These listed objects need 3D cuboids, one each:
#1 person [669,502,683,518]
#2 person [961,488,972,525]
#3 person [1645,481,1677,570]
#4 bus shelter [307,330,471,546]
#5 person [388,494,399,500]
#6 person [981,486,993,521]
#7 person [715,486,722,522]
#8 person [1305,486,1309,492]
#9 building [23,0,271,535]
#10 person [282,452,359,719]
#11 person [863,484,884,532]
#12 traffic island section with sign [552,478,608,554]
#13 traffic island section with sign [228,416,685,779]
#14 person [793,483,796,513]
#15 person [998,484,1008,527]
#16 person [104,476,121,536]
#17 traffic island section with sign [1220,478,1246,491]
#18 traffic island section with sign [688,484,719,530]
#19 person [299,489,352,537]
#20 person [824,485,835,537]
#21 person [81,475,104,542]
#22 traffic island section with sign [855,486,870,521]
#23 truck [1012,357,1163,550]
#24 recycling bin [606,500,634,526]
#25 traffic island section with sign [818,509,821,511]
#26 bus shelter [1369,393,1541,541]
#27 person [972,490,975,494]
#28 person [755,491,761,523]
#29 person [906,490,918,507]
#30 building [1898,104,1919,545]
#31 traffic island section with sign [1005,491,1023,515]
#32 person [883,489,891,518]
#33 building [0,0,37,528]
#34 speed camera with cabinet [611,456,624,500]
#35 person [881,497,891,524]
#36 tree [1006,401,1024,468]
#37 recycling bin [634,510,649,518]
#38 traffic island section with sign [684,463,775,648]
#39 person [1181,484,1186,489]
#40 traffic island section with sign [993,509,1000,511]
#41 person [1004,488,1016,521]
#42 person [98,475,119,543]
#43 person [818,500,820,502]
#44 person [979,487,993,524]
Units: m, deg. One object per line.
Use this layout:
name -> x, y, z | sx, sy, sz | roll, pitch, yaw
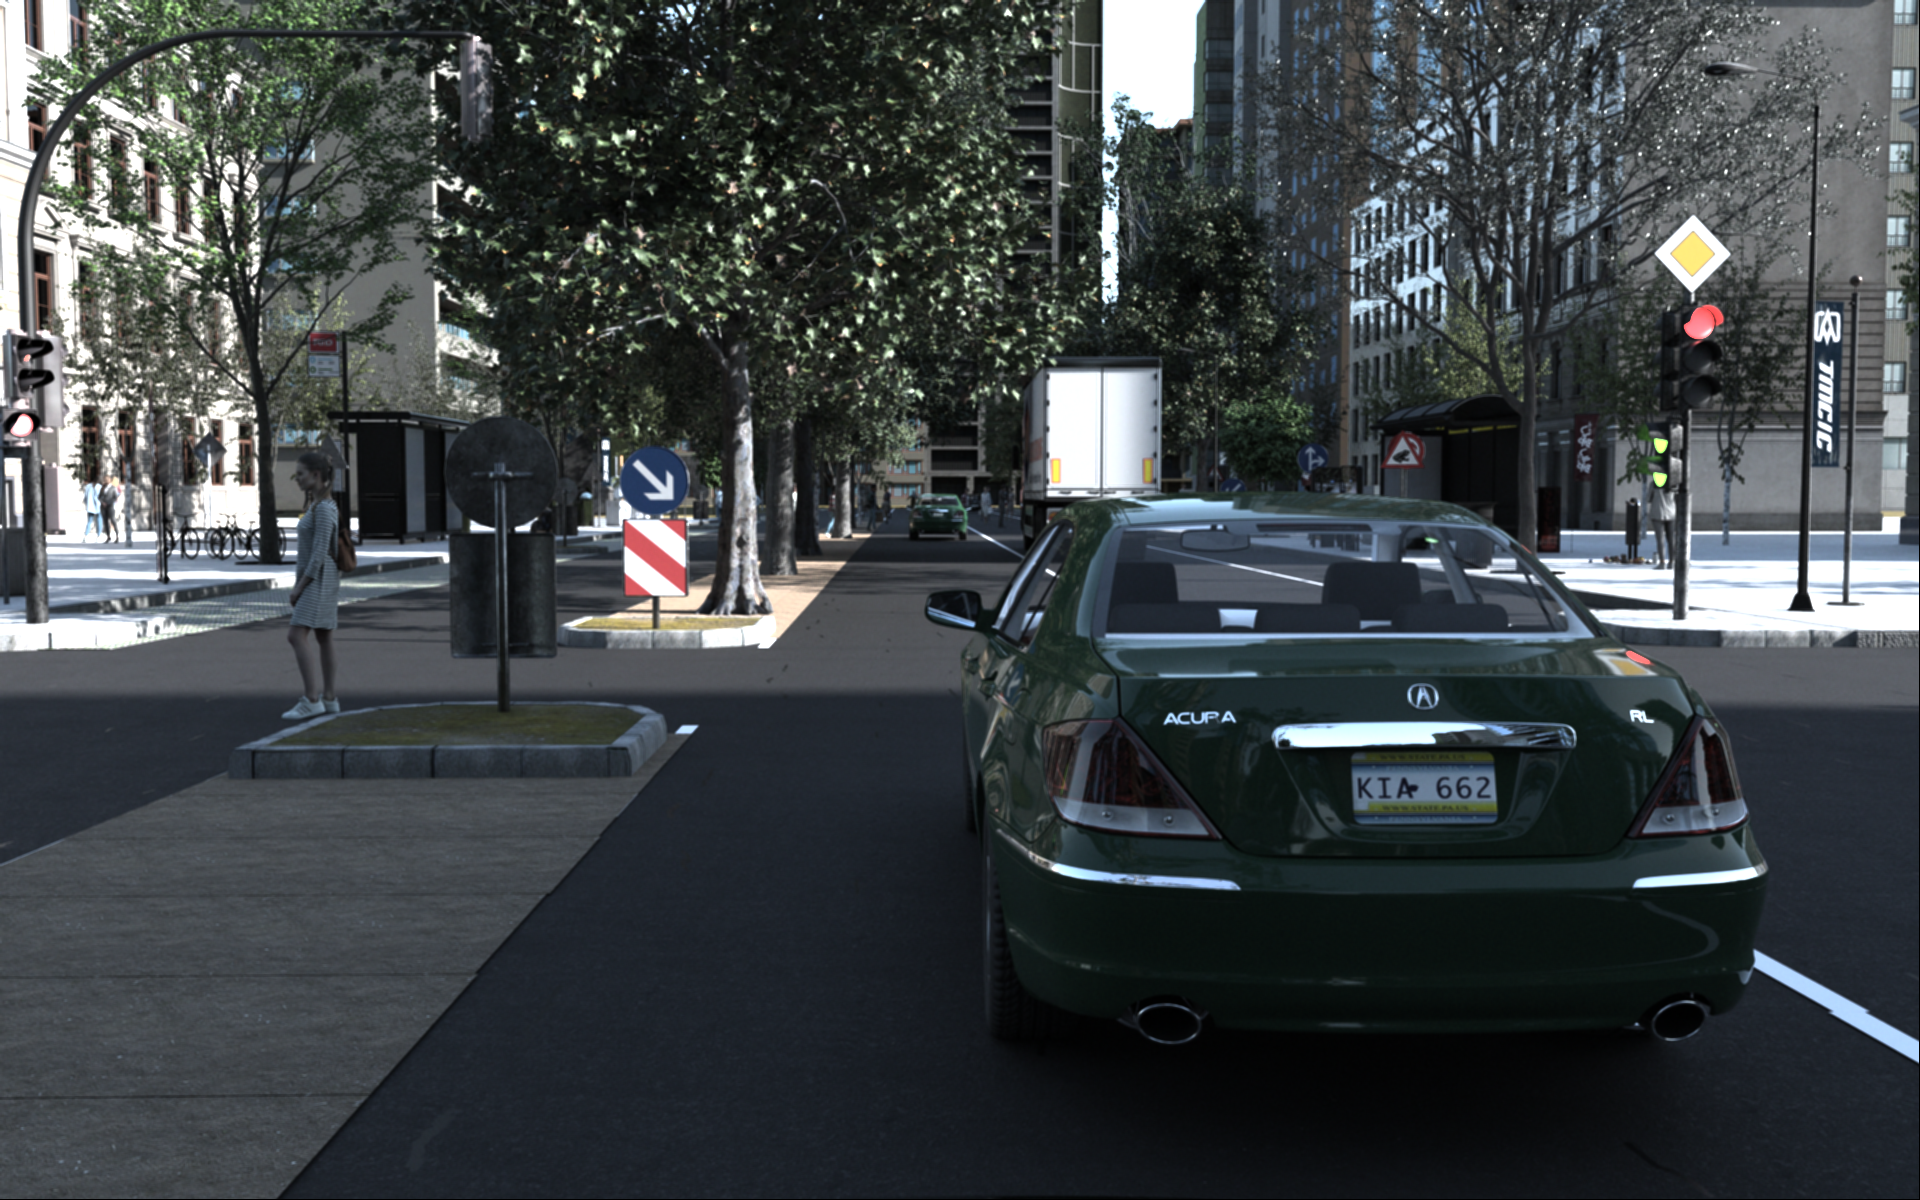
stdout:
person -> -9.405, -2.975, 57.340 | 0.583, 1.804, 0.606 | -2, 4, -25
person -> 0.220, -4.358, 80.583 | 0.643, 1.720, 0.563 | 2, 4, 32
person -> 11.906, -1.419, 29.425 | 0.537, 1.800, 0.526 | 1, 4, 9
bus shelter -> -14.990, -4.138, 45.285 | 2.179, 5.291, 8.768 | 0, 4, -2
person -> -27.319, -4.737, 83.463 | 0.822, 1.834, 0.622 | 1, 4, 19
person -> 1.415, -5.116, 92.011 | 0.638, 1.841, 0.748 | -2, 4, -30
person -> -10.130, -3.948, 73.314 | 0.793, 1.790, 0.793 | 0, 4, -6
person -> 20.319, -5.825, 102.068 | 0.721, 1.735, 1.217 | 2, 4, 25
building -> -33.068, -13.696, 60.089 | 11.583, 22.565, 21.152 | 0, 4, -2
person -> -4.185, -0.109, 11.281 | 0.522, 1.701, 0.512 | -2, 4, -28
person -> -3.257, -3.478, 65.352 | 0.713, 1.824, 0.794 | 2, 4, 30
traffic island section with sign -> -9.584, -2.029, 41.810 | 1.989, 1.847, 2.006 | 0, 4, -2
traffic island section with sign -> -2.685, -0.090, 9.611 | 2.006, 1.907, 1.989 | 0, 4, -2
person -> -5.171, -2.699, 53.118 | 0.515, 1.767, 0.782 | 2, 4, 29
person -> 1.870, -4.049, 74.513 | 0.447, 1.846, 0.655 | 0, 4, -8
person -> -26.150, -2.895, 53.354 | 0.580, 1.828, 0.573 | -2, 4, -27
traffic island section with sign -> 6.596, -2.128, 43.419 | 1.989, 1.847, 2.006 | 0, 4, -2
traffic island section with sign -> -10.429, -3.742, 69.816 | 1.989, 1.847, 2.006 | 0, 4, -2
person -> -18.285, -2.664, 49.820 | 1.509, 1.804, 0.699 | -3, 5, -40
person -> -4.229, -2.939, 57.388 | 0.643, 1.720, 0.563 | -1, 4, -15
person -> -23.231, -2.456, 46.466 | 0.793, 1.790, 0.793 | 3, 5, 44
traffic island section with sign -> -5.167, -5.137, 92.119 | 2.006, 1.907, 1.989 | 0, 4, -2
truck -> 2.842, -3.189, 41.061 | 2.839, 4.237, 11.283 | 0, 4, -1
recycling bin -> -13.676, -3.471, 69.303 | 0.722, 1.027, 0.722 | 2, 4, 26
traffic island section with sign -> -12.715, -8.406, 146.072 | 1.989, 1.847, 2.006 | 0, 4, -2
bus shelter -> 10.611, -2.675, 37.668 | 2.014, 3.302, 5.546 | 0, 4, -2
person -> 1.222, -8.270, 144.427 | 0.721, 1.735, 1.217 | -3, 5, -40
person -> -10.093, -4.608, 85.649 | 0.330, 1.601, 0.589 | -2, 4, -34
person -> -3.646, -7.608, 133.628 | 1.217, 1.736, 0.721 | -3, 5, -42
building -> 33.963, -15.376, 37.309 | 20.117, 28.700, 13.634 | 0, 4, -2
traffic island section with sign -> 4.314, -6.781, 119.499 | 1.989, 1.847, 2.006 | 0, 4, -2
person -> -4.319, -5.666, 101.585 | 0.683, 1.767, 0.568 | 3, 5, 43
building -> -32.346, -15.499, 39.318 | 13.634, 28.700, 20.117 | 0, 4, -2
speed camera with cabinet -> -17.303, -5.869, 90.293 | 2.038, 3.252, 0.660 | 3, 4, 36
person -> -3.555, -4.300, 83.071 | 0.475, 1.303, 0.640 | -2, 4, -27
tree -> 7.133, -12.561, 139.781 | 7.601, 10.594, 8.767 | 1, 4, 9
recycling bin -> -14.280, -3.940, 76.967 | 0.722, 1.027, 0.722 | -3, 5, -39
traffic island section with sign -> -2.898, -0.543, 17.015 | 2.006, 1.907, 1.989 | 0, 4, -2
person -> 11.253, -4.979, 87.671 | 0.641, 1.798, 0.478 | 3, 4, 38
traffic island section with sign -> 3.494, -8.429, 146.442 | 1.989, 1.847, 2.006 | 0, 4, -2
person -> 2.663, -5.118, 92.518 | 0.599, 1.781, 0.374 | 3, 5, 40
person -> -22.392, -2.397, 45.512 | 0.520, 1.790, 0.573 | -1, 4, -18
person -> -9.752, -6.338, 112.115 | 1.348, 1.826, 0.705 | -2, 4, -23
person -> 1.253, -4.503, 82.473 | 0.694, 1.780, 0.624 | 3, 4, 36
